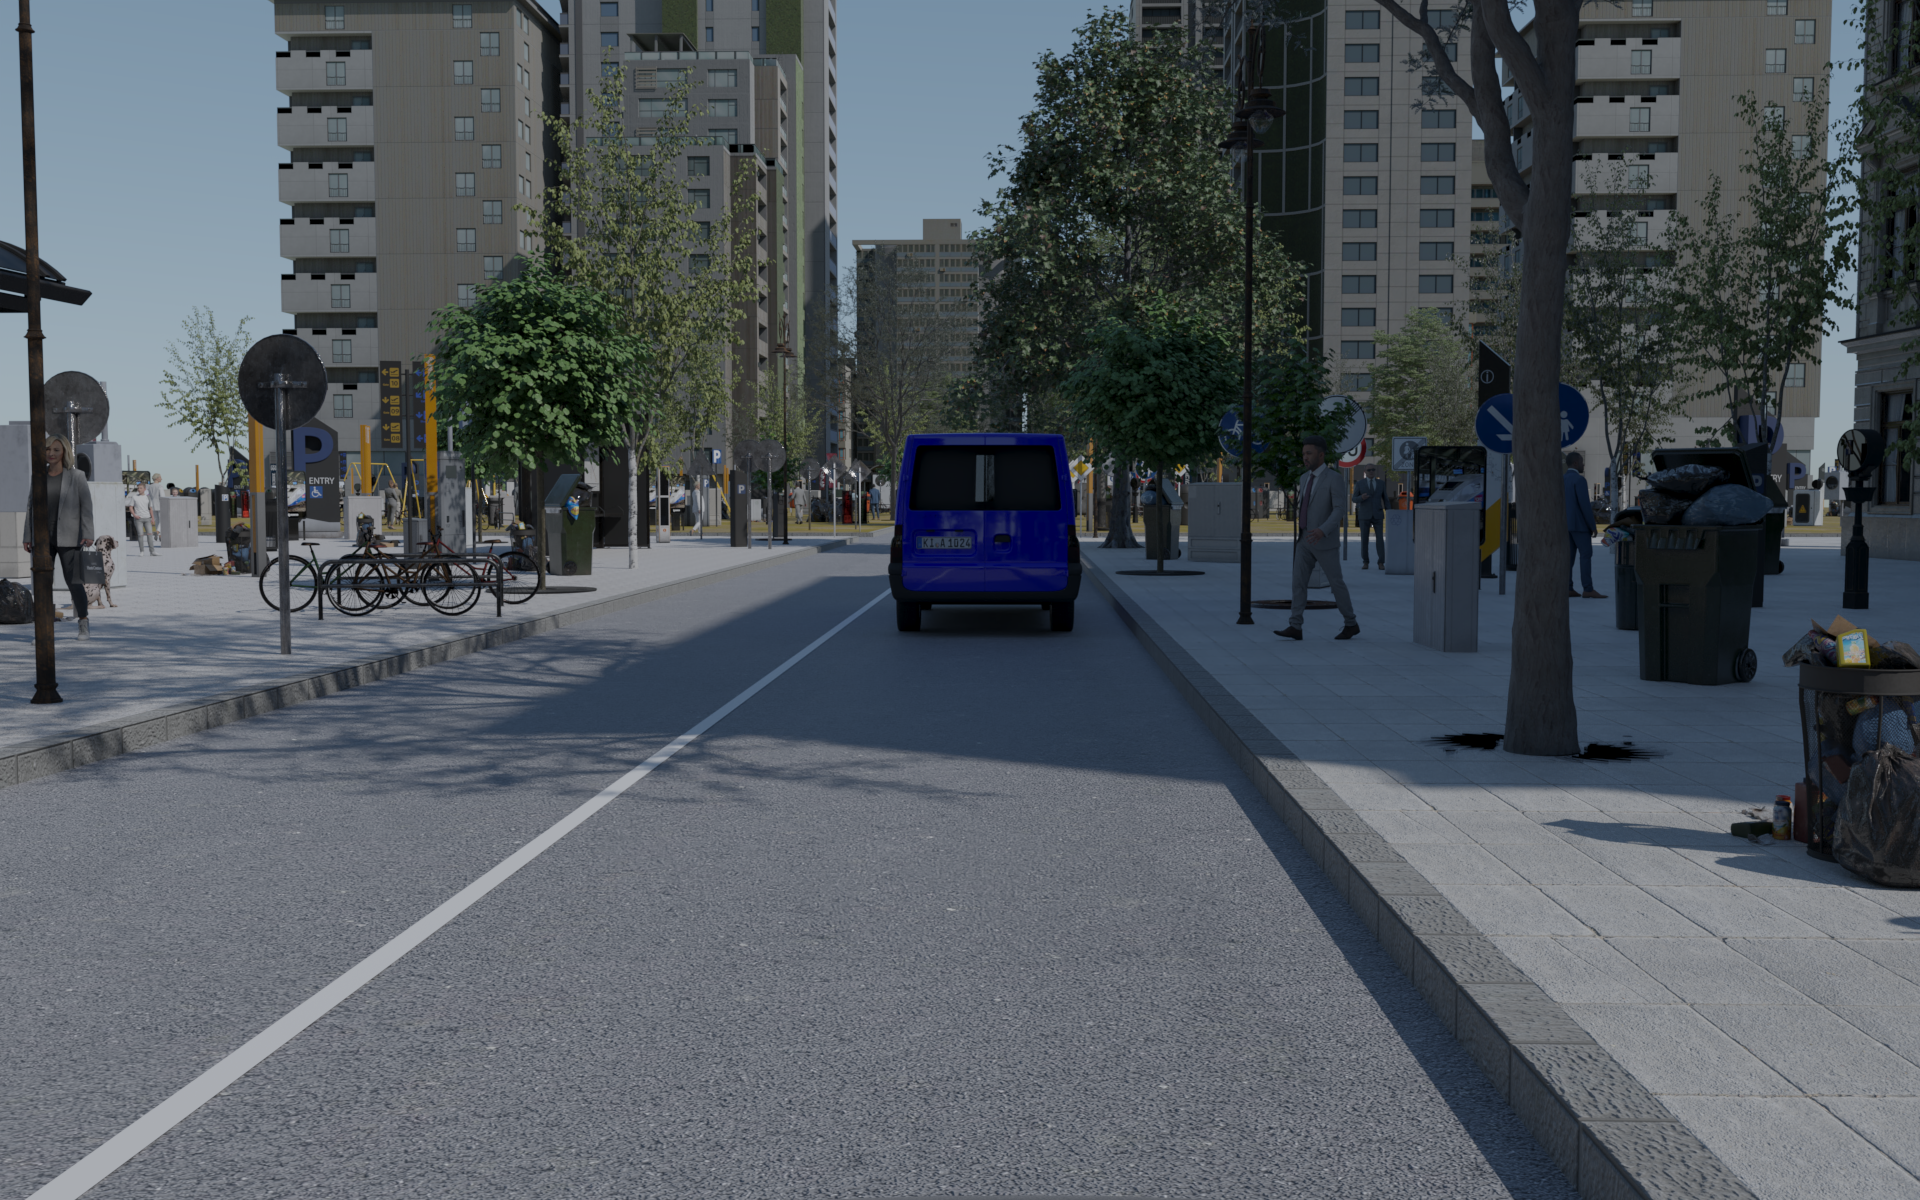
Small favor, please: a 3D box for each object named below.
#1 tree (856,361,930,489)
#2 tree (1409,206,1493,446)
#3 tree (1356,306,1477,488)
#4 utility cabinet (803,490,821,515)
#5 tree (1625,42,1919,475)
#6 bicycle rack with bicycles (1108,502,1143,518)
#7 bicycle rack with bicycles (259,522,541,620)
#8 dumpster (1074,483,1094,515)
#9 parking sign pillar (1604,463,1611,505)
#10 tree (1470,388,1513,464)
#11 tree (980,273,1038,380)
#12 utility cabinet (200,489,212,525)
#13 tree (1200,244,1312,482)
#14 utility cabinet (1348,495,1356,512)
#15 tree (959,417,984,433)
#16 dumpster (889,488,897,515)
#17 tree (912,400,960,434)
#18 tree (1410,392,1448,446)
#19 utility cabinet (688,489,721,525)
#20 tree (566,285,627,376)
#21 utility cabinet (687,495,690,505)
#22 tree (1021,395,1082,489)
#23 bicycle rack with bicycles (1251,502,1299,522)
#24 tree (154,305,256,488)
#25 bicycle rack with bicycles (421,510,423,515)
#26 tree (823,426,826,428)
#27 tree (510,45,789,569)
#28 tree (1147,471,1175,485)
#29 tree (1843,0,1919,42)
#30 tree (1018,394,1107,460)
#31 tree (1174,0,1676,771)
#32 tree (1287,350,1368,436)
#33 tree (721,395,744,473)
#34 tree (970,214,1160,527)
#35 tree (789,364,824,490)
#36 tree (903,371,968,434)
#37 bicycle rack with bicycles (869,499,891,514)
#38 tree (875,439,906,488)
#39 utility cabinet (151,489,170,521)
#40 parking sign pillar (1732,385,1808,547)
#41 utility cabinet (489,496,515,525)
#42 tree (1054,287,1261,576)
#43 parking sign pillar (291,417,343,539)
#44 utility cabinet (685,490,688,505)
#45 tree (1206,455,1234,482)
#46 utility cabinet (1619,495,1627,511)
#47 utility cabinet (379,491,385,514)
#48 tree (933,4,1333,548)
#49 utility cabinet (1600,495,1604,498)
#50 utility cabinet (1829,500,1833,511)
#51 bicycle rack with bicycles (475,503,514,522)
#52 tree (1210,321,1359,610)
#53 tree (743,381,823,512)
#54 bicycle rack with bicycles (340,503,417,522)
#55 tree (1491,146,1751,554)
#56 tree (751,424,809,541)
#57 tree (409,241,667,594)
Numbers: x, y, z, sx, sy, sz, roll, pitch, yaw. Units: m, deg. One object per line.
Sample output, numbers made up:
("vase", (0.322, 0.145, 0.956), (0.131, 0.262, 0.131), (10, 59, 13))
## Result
("tree", (-3.456, -8.693, 92.492), (4.737, 8.622, 4.395), (0, 3, 0))
("tree", (14.459, -5.763, 44.592), (4.360, 8.622, 3.978), (0, 3, 0))
("tree", (27.697, -11.397, 104.472), (7.486, 12.596, 7.792), (0, 3, 0))
("utility cabinet", (-9.178, -6.000, 106.773), (1.173, 1.500, 0.318), (2, 4, 25))
("tree", (14.389, -4.935, 31.049), (4.737, 8.622, 4.395), (0, 3, 0))
("bicycle rack with bicycles", (9.259, -4.887, 93.282), (2.925, 0.926, 2.852), (-1, 4, -19))
("bicycle rack with bicycles", (-6.061, -0.330, 18.778), (2.925, 0.926, 2.852), (-1, 4, -13))
("dumpster", (6.201, -5.015, 87.748), (1.264, 1.857, 1.865), (0, 4, 2))
("parking sign pillar", (47.037, -8.381, 125.496), (1.447, 3.967, 1.447), (2, 4, 31))
("tree", (31.094, -9.022, 97.870), (4.737, 8.622, 4.395), (0, 3, 0))
("tree", (7.818, -16.965, 133.267), (12.611, 20.169, 13.585), (0, 3, 0))
("utility cabinet", (-30.880, -3.807, 70.916), (0.318, 1.500, 1.173), (-1, 4, -18))
("tree", (7.958, -6.042, 49.152), (4.737, 8.622, 4.395), (0, 3, 0))
("utility cabinet", (28.458, -7.027, 126.051), (0.306, 1.237, 1.020), (-1, 4, -20))
("tree", (0.697, -15.952, 195.221), (7.601, 10.594, 8.767), (-1, 4, -21))
("dumpster", (-3.766, -6.246, 107.885), (1.264, 1.857, 1.865), (0, 4, 2))
("tree", (-2.040, -11.089, 131.662), (4.360, 8.622, 3.978), (0, 3, 0))
("tree", (32.093, -10.204, 117.205), (4.737, 8.622, 4.395), (0, 3, 0))
("utility cabinet", (-10.272, -3.755, 70.066), (1.173, 1.500, 0.318), (-1, 4, -19))
("tree", (-19.231, -9.722, 84.717), (9.928, 11.665, 9.643), (0, 3, 0))
("utility cabinet", (-11.691, -4.008, 76.697), (0.306, 1.237, 1.020), (-3, 5, -42))
("tree", (4.870, -7.801, 77.904), (4.360, 8.622, 3.978), (0, 3, 0))
("bicycle rack with bicycles", (16.264, -4.348, 84.468), (2.852, 0.926, 2.925), (-1, 4, -19))
("tree", (-28.705, -7.139, 67.093), (4.737, 8.622, 4.395), (0, 3, 0))
("bicycle rack with bicycles", (-28.850, -4.898, 93.462), (2.852, 0.926, 2.925), (1, 4, 9))
("tree", (-11.611, -10.443, 121.100), (4.360, 8.622, 3.978), (0, 3, 0))
("tree", (-5.381, -4.844, 29.563), (4.737, 8.622, 4.395), (0, 3, 0))
("tree", (9.494, -8.458, 88.648), (4.360, 8.622, 3.978), (0, 3, 0))
("tree", (12.835, -4.373, 21.869), (4.737, 8.622, 4.395), (0, 3, 0))
("tree", (7.560, -11.093, 115.781), (8.767, 10.594, 7.601), (1, 4, 18))
("tree", (2.816, -5.994, 8.367), (12.009, 13.543, 11.850), (0, 3, 0))
("tree", (18.972, -8.462, 88.721), (4.360, 8.622, 3.978), (0, 3, 0))
("tree", (-15.801, -10.812, 127.133), (4.360, 8.622, 3.978), (0, 3, 0))
("tree", (5.735, -9.109, 67.055), (7.486, 12.596, 7.792), (0, 3, 0))
("tree", (-9.940, -8.932, 96.405), (4.737, 8.622, 4.395), (0, 3, 0))
("tree", (-1.884, -14.771, 159.635), (7.486, 12.596, 7.792), (0, 3, 0))
("bicycle rack with bicycles", (-5.695, -6.176, 114.359), (2.925, 0.926, 2.852), (1, 4, 10))
("tree", (-3.208, -7.258, 102.379), (4.285, 4.588, 4.351), (0, 3, 0))
("utility cabinet", (-37.779, -4.450, 81.436), (0.318, 1.500, 1.173), (3, 5, 41))
("parking sign pillar", (19.784, -3.327, 42.871), (1.447, 3.967, 1.447), (-1, 4, -17))
("utility cabinet", (-19.036, -3.718, 71.951), (1.020, 1.237, 0.306), (-2, 4, -24))
("tree", (3.207, -2.696, 27.788), (4.285, 4.588, 4.351), (0, 3, 0))
("parking sign pillar", (-18.790, -3.792, 50.479), (1.447, 3.967, 1.447), (-1, 4, -21))
("utility cabinet", (-15.203, -5.396, 96.909), (1.173, 1.500, 0.318), (-1, 4, -9))
("tree", (19.175, -10.927, 129.023), (4.360, 8.622, 3.978), (0, 3, 0))
("utility cabinet", (29.526, -4.054, 77.445), (0.306, 1.237, 1.020), (0, 4, 6))
("utility cabinet", (-36.444, -6.192, 109.916), (0.318, 1.500, 1.173), (0, 4, 4))
("tree", (3.939, -7.574, 40.842), (9.611, 12.733, 9.660), (0, 3, 0))
("utility cabinet", (49.322, -7.393, 132.041), (0.306, 1.237, 1.020), (-3, 4, -36))
("utility cabinet", (61.610, -6.757, 121.644), (1.020, 1.237, 0.306), (2, 4, 34))
("bicycle rack with bicycles", (-17.279, -2.990, 62.265), (2.852, 0.926, 2.925), (-2, 4, -31))
("tree", (3.669, -1.531, 19.633), (1.663, 3.219, 1.824), (0, 3, 0))
("tree", (-11.263, -9.815, 110.833), (4.360, 8.622, 3.978), (0, 3, 0))
("bicycle rack with bicycles", (-24.182, -3.494, 70.512), (2.925, 0.926, 2.852), (1, 4, 19))
("tree", (14.083, -5.283, 36.738), (4.360, 8.622, 3.978), (0, 3, 0))
("tree", (-5.253, -3.263, 47.954), (1.663, 3.219, 1.824), (0, 3, 0))
("tree", (-5.608, -2.386, 22.721), (4.285, 4.588, 4.351), (0, 3, 0))
